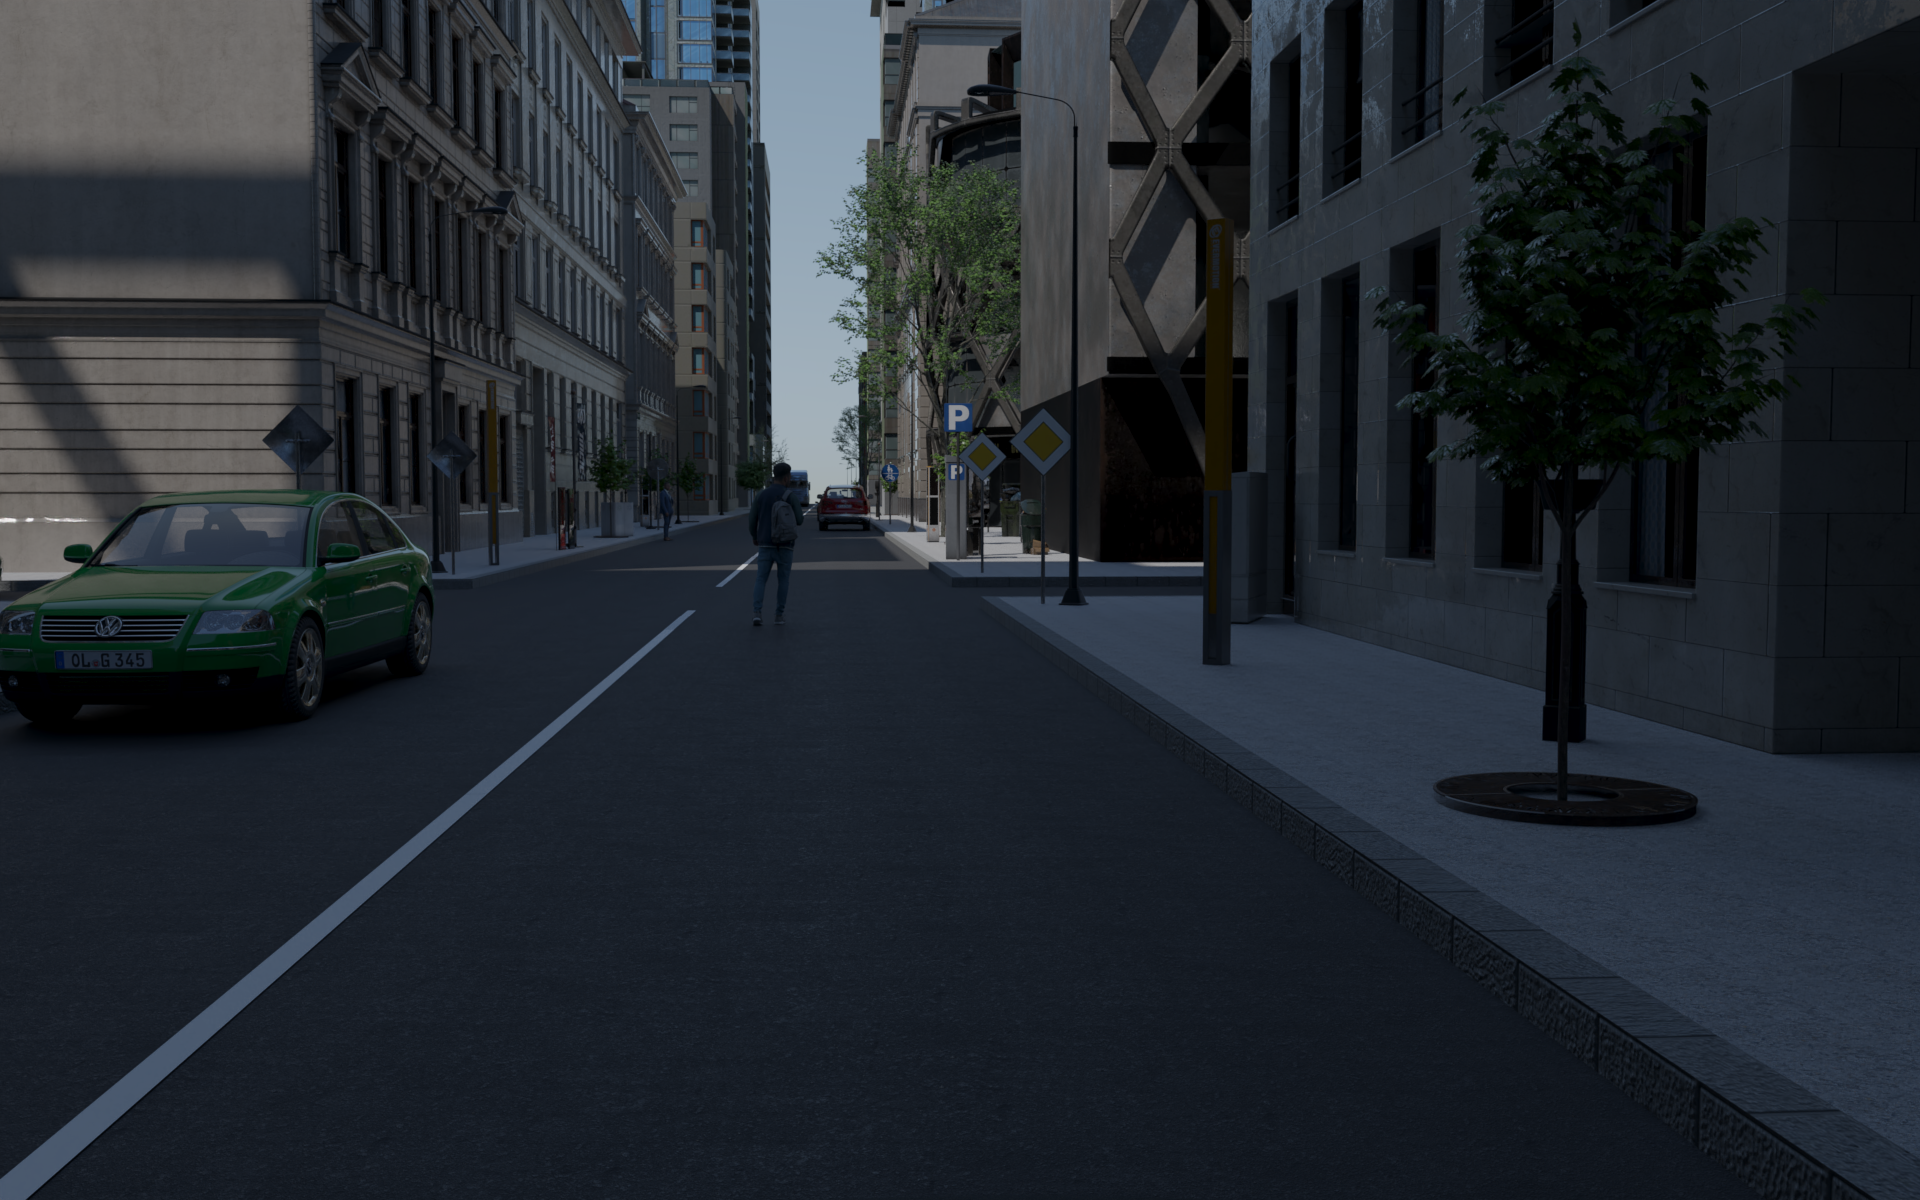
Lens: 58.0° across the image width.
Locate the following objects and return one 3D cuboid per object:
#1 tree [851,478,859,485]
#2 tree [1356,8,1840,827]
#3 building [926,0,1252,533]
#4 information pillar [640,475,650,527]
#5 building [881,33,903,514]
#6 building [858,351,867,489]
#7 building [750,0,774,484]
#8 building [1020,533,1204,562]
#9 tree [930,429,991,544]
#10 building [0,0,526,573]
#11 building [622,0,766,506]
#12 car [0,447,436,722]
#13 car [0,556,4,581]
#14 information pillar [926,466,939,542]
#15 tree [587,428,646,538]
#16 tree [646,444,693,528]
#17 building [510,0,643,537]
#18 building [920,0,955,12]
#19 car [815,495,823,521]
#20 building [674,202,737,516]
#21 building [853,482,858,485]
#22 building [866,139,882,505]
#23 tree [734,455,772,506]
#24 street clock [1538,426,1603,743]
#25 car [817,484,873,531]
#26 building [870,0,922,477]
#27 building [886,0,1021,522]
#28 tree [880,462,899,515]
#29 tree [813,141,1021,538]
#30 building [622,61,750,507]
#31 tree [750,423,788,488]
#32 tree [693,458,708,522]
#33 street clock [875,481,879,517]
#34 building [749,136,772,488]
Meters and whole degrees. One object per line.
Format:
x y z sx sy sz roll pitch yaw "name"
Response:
-12.416 -12.894 205.412 1.663 3.219 1.824 0 3 0 "tree"
2.369 -0.760 7.034 1.663 3.219 1.824 0 3 0 "tree"
6.975 -12.382 69.890 16.820 18.784 16.811 0 4 -4 "building"
-12.391 -3.886 68.035 0.304 2.012 0.304 -2 4 -27 "information pillar"
1.838 -20.879 113.079 14.160 30.474 14.107 0 4 -4 "building"
0.847 -23.260 225.344 27.650 21.520 28.899 0 4 -4 "building"
-36.596 -49.492 247.445 20.563 71.187 20.611 0 4 -4 "building"
10.569 -10.410 37.657 16.811 18.784 16.820 0 4 -4 "building"
-0.026 -3.034 44.209 1.663 3.219 1.824 0 3 0 "tree"
-15.789 -10.528 36.754 10.561 19.102 19.286 0 4 -4 "building"
-33.597 -54.232 199.372 22.319 86.520 31.000 0 4 -4 "building"
-5.068 -0.215 12.316 1.959 1.807 4.718 0 4 -3 "car"
-15.792 -0.732 23.760 4.920 1.459 2.131 0 4 -4 "car"
-0.719 -2.538 45.996 0.304 2.012 0.304 -1 4 -12 "information pillar"
-10.238 -3.439 50.834 1.663 3.219 1.824 0 3 0 "tree"
-11.430 -4.377 66.164 1.663 3.219 1.824 0 3 0 "tree"
-20.814 -13.929 61.027 16.112 22.955 30.059 0 4 -4 "building"
5.745 -50.258 134.389 22.319 86.520 31.000 0 4 -4 "building"
-6.797 -5.090 93.014 2.009 1.686 4.222 0 4 -3 "car"
-29.888 -16.587 116.243 27.650 21.520 28.899 0 4 -4 "building"
0.643 -34.211 251.230 32.217 40.220 23.993 0 4 -4 "building"
-3.911 -31.744 202.616 14.154 41.232 14.086 0 4 -4 "building"
-17.444 -9.894 145.481 4.285 4.588 4.351 0 3 0 "tree"
3.153 -0.270 8.978 0.358 2.002 0.471 2 4 30 "street clock"
-4.602 -3.707 69.286 2.281 1.827 5.304 0 4 -3 "car"
6.208 -35.198 164.732 28.713 52.752 27.495 0 4 -4 "building"
2.821 -17.936 90.521 12.463 27.353 25.104 0 4 -4 "building"
-4.221 -6.745 104.884 1.663 3.219 1.824 0 3 0 "tree"
-0.505 -7.689 51.476 9.928 11.665 9.643 0 3 0 "tree"
-27.676 -29.542 166.609 14.154 41.232 14.086 0 4 -4 "building"
-19.781 -13.946 178.383 4.360 8.622 3.978 0 3 0 "tree"
-12.254 -5.150 78.802 1.663 3.219 1.824 0 3 0 "tree"
-4.538 -5.542 95.176 0.358 2.002 0.471 0 4 2 "street clock"
-35.752 -36.880 226.694 21.300 48.544 21.600 0 4 -4 "building"
